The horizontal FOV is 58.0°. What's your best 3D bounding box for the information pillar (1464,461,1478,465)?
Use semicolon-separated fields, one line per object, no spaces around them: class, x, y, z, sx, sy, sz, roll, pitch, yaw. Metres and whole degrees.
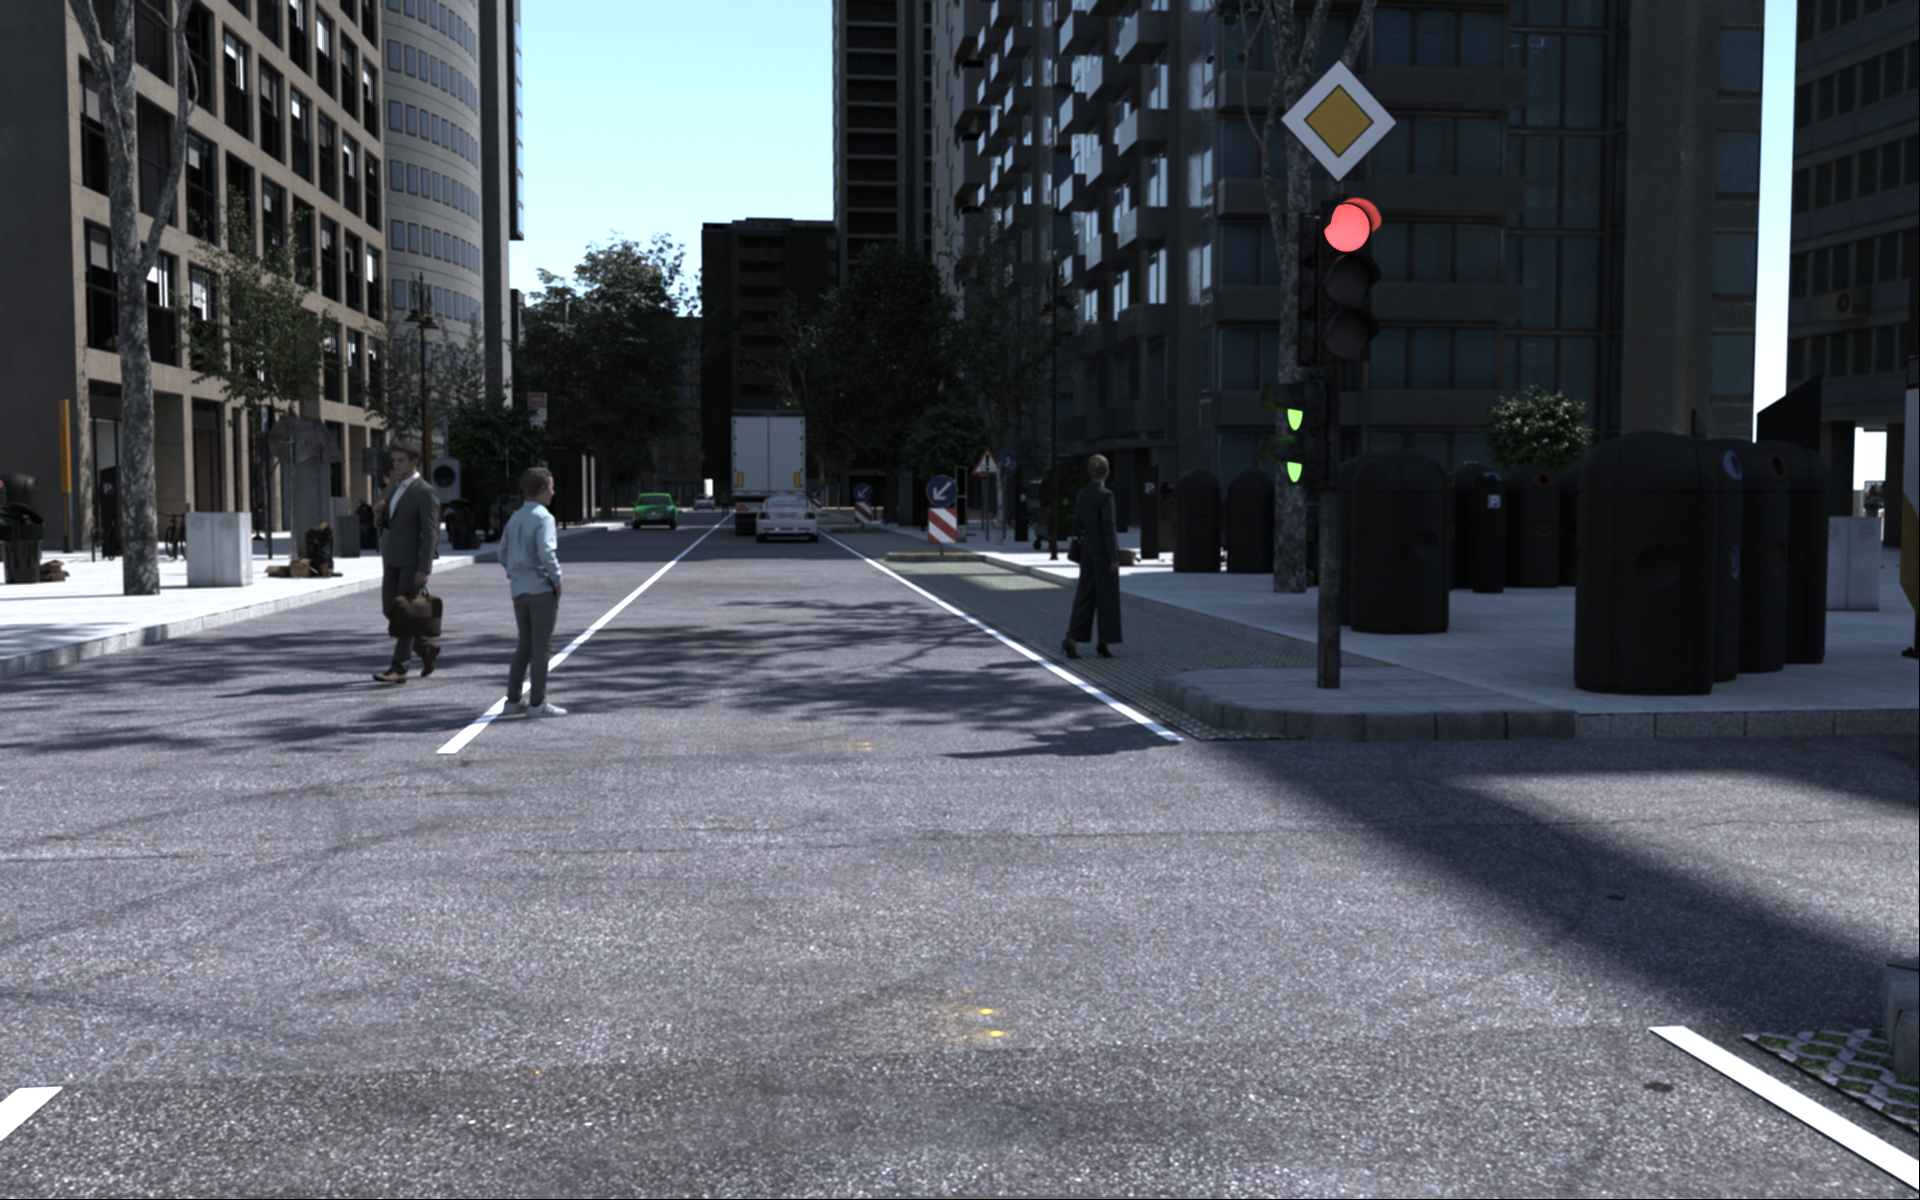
information pillar;11.501;-2.114;39.057;0.304;2.012;0.304;1;4;15

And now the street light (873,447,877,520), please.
street light;-4.192;-6.883;85.323;0.468;5.910;1.993;0;4;-7

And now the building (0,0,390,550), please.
building;-31.623;-15.293;54.559;19.350;26.468;34.151;0;4;-7

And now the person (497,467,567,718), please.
person;-2.724;-0.050;11.134;0.330;1.601;0.589;-3;4;-38

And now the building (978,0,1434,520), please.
building;13.202;-30.144;112.459;23.786;49.044;30.456;0;4;-7

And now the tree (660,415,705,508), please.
tree;-25.792;-12.850;160.462;4.737;8.622;4.395;0;3;0

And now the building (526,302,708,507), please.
building;-42.429;-20.982;188.091;28.899;21.520;27.650;0;4;-7

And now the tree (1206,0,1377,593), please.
tree;5.777;-10.156;21.943;12.611;20.169;13.585;0;3;0

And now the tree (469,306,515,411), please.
tree;-19.603;-7.212;68.273;4.360;8.622;3.978;0;3;0

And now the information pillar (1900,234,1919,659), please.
information pillar;7.548;-1.355;13.517;0.183;3.616;0.504;0;4;1

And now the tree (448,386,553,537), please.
tree;-14.088;-4.221;52.735;4.285;4.588;4.351;0;3;0

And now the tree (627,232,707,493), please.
tree;-20.540;-16.349;123.195;12.611;20.169;13.585;0;3;0

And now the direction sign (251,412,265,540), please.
direction sign;-19.492;-3.424;47.975;0.379;3.537;0.876;-1;4;-11

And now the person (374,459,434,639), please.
person;-5.533;-0.510;17.185;0.599;1.781;0.374;3;5;42

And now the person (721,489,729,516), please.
person;-15.268;-6.313;112.244;0.617;1.759;0.750;-1;4;-21

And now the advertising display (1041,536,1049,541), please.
advertising display;2.358;-2.582;47.429;0.123;1.923;0.974;-1;4;-12

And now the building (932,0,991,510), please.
building;12.330;-33.823;142.241;28.713;52.752;27.495;0;4;-7

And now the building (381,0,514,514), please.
building;-37.736;-33.854;95.517;21.231;58.520;28.212;0;4;-7

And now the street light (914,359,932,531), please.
street light;-1.275;-5.295;59.355;0.468;5.910;1.993;0;4;-7

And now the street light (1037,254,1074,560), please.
street light;1.835;-3.718;33.581;0.468;5.910;1.993;0;4;-7

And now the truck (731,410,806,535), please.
truck;-6.985;-4.553;63.350;2.839;4.237;11.283;0;4;-6

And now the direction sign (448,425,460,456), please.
direction sign;-16.600;-3.974;56.966;0.379;3.537;0.876;0;4;7

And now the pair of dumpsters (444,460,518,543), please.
pair of dumpsters;-13.152;-2.745;47.380;1.574;2.255;4.437;0;4;-7

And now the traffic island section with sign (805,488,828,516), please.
traffic island section with sign;-9.525;-6.376;112.869;1.989;1.847;2.006;0;4;-7

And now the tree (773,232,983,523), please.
tree;-3.098;-9.733;76.138;9.611;12.733;9.660;0;3;0

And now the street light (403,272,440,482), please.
street light;-11.191;-3.875;36.148;0.468;5.910;1.993;0;4;-7

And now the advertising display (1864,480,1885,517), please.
advertising display;42.600;-4.619;80.736;0.123;1.923;0.974;-2;4;-27

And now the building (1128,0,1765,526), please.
building;16.440;-27.609;71.014;23.786;49.044;30.456;0;4;-7

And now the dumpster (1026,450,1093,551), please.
dumpster;2.369;-2.235;39.036;1.502;2.255;1.985;0;4;-7

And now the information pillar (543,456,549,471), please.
information pillar;-18.717;-5.345;78.745;0.504;3.616;0.183;1;4;18

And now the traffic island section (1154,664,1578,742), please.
traffic island section;2.463;0.661;11.477;2.009;0.180;2.903;0;4;-7

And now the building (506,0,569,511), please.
building;-47.465;-50.422;137.067;31.000;86.520;22.319;0;4;-7

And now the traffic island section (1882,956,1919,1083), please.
traffic island section;3.401;1.146;3.547;2.009;0.180;2.903;0;4;-7

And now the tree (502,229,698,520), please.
tree;-17.452;-10.911;85.046;9.857;13.997;8.962;0;3;0

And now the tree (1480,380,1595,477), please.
tree;16.724;-4.063;50.138;4.285;4.588;4.351;0;3;0

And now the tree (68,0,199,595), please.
tree;-11.193;-10.049;20.198;12.611;20.169;13.585;0;3;0

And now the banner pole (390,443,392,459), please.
banner pole;-27.015;-5.637;82.188;0.401;3.779;0.863;-1;4;-23

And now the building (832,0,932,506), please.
building;-3.189;-45.869;188.205;20.611;71.187;20.563;0;4;-7

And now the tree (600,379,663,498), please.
tree;-20.328;-9.673;108.515;4.360;8.622;3.978;0;3;0

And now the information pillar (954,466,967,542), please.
information pillar;0.017;-2.553;46.234;0.304;2.012;0.304;0;4;-6

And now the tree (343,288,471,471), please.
tree;-19.755;-6.808;61.681;4.360;8.622;3.978;0;3;0

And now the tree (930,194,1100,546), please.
tree;1.080;-5.648;42.700;4.360;8.622;3.978;0;3;0

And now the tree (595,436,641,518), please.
tree;-19.016;-6.821;95.229;4.285;4.588;4.351;0;3;0

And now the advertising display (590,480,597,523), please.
advertising display;-16.785;-4.460;78.129;0.974;1.923;0.123;2;4;34

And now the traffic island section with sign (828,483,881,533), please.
traffic island section with sign;-3.730;-3.375;63.813;1.989;1.847;2.006;0;4;-7

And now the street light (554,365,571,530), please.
street light;-14.285;-5.479;62.372;0.468;5.910;1.993;0;4;-7

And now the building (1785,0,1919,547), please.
building;32.596;-20.821;32.304;23.993;40.220;32.217;0;4;-7

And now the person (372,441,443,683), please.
person;-4.175;-0.289;13.189;0.622;1.834;0.822;2;4;28

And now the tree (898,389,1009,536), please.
tree;-0.284;-4.288;53.818;4.285;4.588;4.351;0;3;0

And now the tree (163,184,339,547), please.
tree;-16.652;-5.565;41.352;4.737;8.622;4.395;0;3;0

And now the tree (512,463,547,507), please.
tree;-14.785;-3.941;59.035;1.663;3.219;1.824;0;3;0

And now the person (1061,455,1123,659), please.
person;1.176;-0.371;14.981;0.576;1.772;0.534;2;4;33

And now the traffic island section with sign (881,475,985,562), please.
traffic island section with sign;-0.568;-1.738;37.043;1.989;1.847;2.006;0;4;-7

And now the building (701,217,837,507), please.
building;-20.301;-25.204;183.786;14.107;30.474;14.160;0;4;-7
